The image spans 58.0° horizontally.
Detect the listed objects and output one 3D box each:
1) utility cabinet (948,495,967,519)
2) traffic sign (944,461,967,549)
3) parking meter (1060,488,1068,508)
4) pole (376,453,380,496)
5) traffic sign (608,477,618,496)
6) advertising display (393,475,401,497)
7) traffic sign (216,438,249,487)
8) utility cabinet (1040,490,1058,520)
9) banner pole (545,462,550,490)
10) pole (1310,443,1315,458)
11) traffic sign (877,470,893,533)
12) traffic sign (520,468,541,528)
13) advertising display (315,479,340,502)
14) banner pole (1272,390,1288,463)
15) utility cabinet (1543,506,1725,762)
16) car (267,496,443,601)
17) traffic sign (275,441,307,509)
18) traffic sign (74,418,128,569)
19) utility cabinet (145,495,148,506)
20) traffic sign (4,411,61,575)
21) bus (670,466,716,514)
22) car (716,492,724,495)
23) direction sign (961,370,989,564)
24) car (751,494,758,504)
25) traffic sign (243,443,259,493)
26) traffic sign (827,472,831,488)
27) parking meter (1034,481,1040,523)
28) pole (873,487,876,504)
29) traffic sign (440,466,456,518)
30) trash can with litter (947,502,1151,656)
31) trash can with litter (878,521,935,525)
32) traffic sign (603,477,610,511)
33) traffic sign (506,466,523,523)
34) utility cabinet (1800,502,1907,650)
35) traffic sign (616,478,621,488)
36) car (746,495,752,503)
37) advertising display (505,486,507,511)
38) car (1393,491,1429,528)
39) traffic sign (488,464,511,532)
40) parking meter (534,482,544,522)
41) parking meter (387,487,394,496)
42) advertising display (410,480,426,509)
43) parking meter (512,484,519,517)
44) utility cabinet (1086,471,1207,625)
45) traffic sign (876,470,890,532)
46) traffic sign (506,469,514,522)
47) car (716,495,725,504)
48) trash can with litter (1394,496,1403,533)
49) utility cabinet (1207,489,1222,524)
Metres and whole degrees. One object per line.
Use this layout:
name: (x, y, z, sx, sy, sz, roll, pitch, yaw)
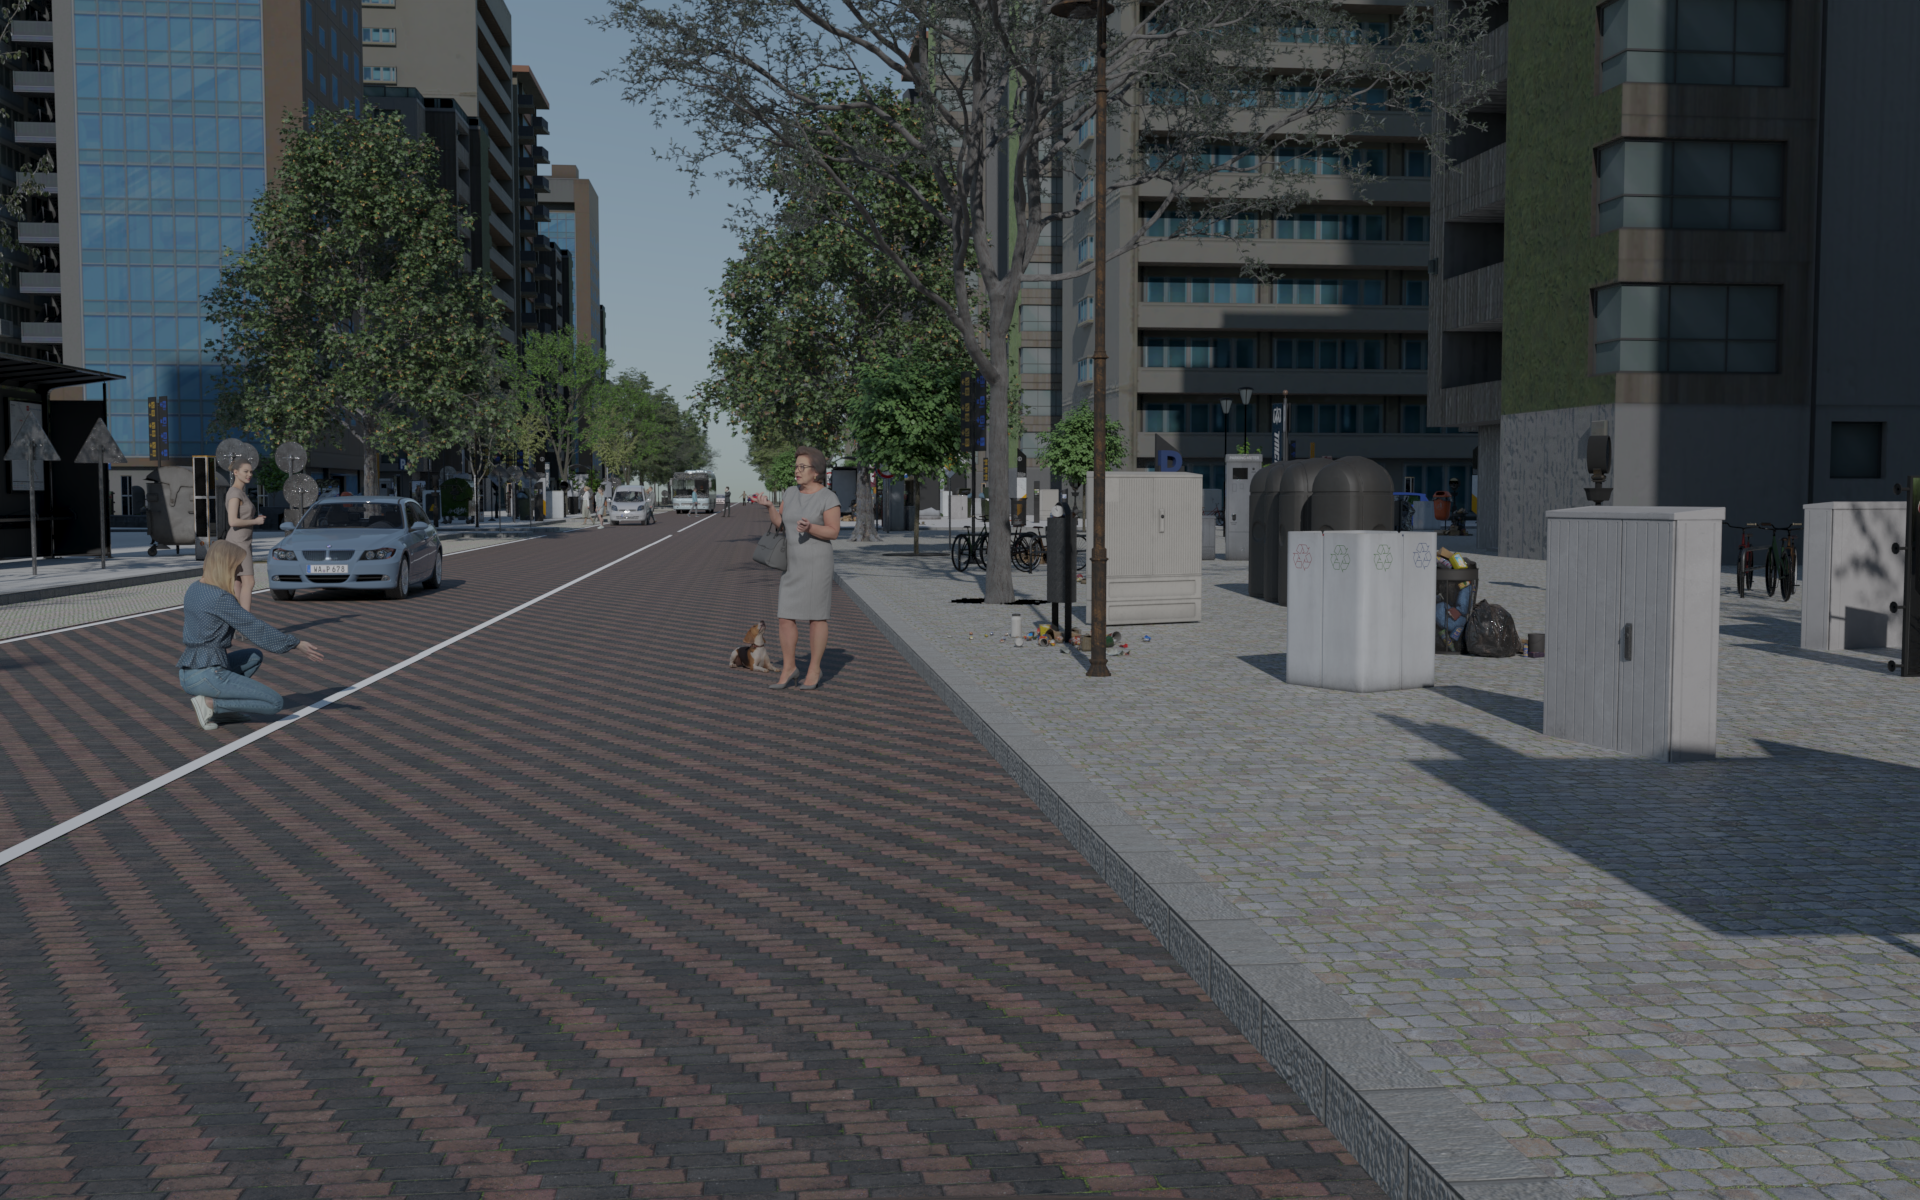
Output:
utility cabinet: (-0.112, -4.716, 88.265, 1.020, 1.237, 0.306, -2, 4, -33)
traffic sign: (-0.240, -2.400, 40.421, 0.795, 2.450, 0.064, 0, 4, 0)
parking meter: (4.499, -4.078, 75.084, 0.372, 1.533, 0.369, 0, 3, 0)
pole: (-28.782, -5.611, 85.577, 0.158, 3.312, 0.155, 0, 3, 0)
traffic sign: (-26.225, -8.006, 131.009, 0.768, 2.556, 0.104, 0, 3, 0)
advertising display: (-18.723, -3.206, 57.624, 0.123, 1.923, 0.974, -2, 4, -24)
traffic sign: (-16.550, -2.403, 39.388, 0.768, 2.556, 0.104, 0, 4, 3)
utility cabinet: (4.294, -4.628, 84.347, 0.318, 1.500, 1.173, 3, 5, 43)
banner pole: (-28.659, -7.940, 119.836, 0.863, 3.779, 0.401, 2, 4, 33)
pole: (13.956, -4.575, 68.652, 0.158, 3.312, 0.155, 0, 3, 0)
traffic sign: (-2.364, -3.464, 56.738, 0.768, 2.556, 0.104, 0, 4, 2)
traffic sign: (-16.407, -3.824, 66.159, 0.795, 2.450, 0.064, 0, 4, -7)
advertising display: (-26.699, -4.157, 73.175, 0.974, 1.923, 0.123, -2, 4, -29)
banner pole: (7.752, -3.178, 41.977, 0.401, 3.779, 0.863, -1, 4, -18)
utility cabinet: (3.375, 0.146, 8.768, 0.306, 1.237, 1.020, -1, 4, -16)
car: (-8.594, -0.790, 24.911, 2.014, 1.417, 4.499, 0, 4, -7)
traffic sign: (-16.213, -2.562, 41.996, 0.768, 2.556, 0.104, 0, 4, -3)
traffic sign: (-14.663, -1.809, 29.577, 0.884, 2.594, 0.081, 0, 4, -3)
utility cabinet: (-40.305, -4.570, 85.881, 1.020, 1.237, 0.306, 0, 4, 5)
traffic sign: (-14.601, -1.667, 27.259, 0.884, 2.594, 0.081, 0, 4, -1)
bus: (-19.718, -8.202, 128.965, 2.948, 3.499, 13.247, 0, 4, -6)
car: (-33.571, -14.245, 242.692, 2.009, 1.686, 4.222, 0, 4, -7)
direction sign: (0.247, -2.433, 31.769, 0.379, 3.537, 0.876, -2, 4, -30)
car: (-28.497, -14.343, 243.552, 2.155, 1.783, 4.494, 0, 4, -7)
traffic sign: (-17.710, -2.613, 42.830, 0.768, 2.556, 0.104, 0, 4, 3)
traffic sign: (-7.430, -6.046, 98.965, 0.768, 2.556, 0.104, 0, 4, 2)
parking meter: (3.397, -4.337, 76.617, 0.255, 1.863, 0.399, 0, 4, 4)
pole: (-4.443, -5.937, 90.908, 0.158, 3.312, 0.155, 0, 3, 0)
traffic sign: (-23.290, -4.815, 78.830, 0.768, 2.556, 0.104, 0, 4, -4)
trash can with litter: (0.851, -0.225, 14.733, 1.678, 1.210, 2.233, -1, 4, -10)
trash can with litter: (-2.170, -3.741, 72.228, 2.233, 1.210, 1.678, 1, 4, 21)
traffic sign: (-27.056, -8.107, 132.659, 0.768, 2.556, 0.104, 0, 4, 0)
traffic sign: (-19.924, -4.727, 77.396, 0.768, 2.556, 0.104, 0, 4, -6)
utility cabinet: (7.522, -0.206, 14.524, 1.020, 1.237, 0.306, -2, 4, -25)
traffic sign: (-26.625, -8.203, 134.217, 0.768, 2.556, 0.104, 0, 4, 3)
car: (-35.243, -17.202, 293.829, 1.945, 1.354, 3.894, -1, 4, -9)
advertising display: (-31.824, -7.173, 122.487, 0.123, 1.923, 0.974, 2, 4, 26)
car: (16.379, -3.484, 66.547, 3.694, 1.707, 1.945, 0, 4, -7)
traffic sign: (-15.475, -3.339, 58.229, 0.795, 2.450, 0.064, 0, 4, -7)
parking meter: (-19.713, -4.607, 81.038, 0.255, 1.863, 0.399, 2, 4, 26)
parking meter: (-21.291, -3.460, 64.985, 0.372, 1.533, 0.369, 0, 3, 0)
advertising display: (-24.943, -4.559, 79.751, 0.123, 1.923, 0.974, 2, 4, 25)
parking meter: (-24.635, -5.524, 96.029, 0.255, 1.863, 0.399, 1, 4, 18)
utility cabinet: (1.822, -0.510, 17.024, 1.173, 1.500, 0.318, -2, 4, -28)
traffic sign: (-2.520, -3.594, 58.862, 0.768, 2.556, 0.104, 0, 4, -3)
traffic sign: (-20.541, -4.863, 79.620, 0.768, 2.556, 0.104, 0, 4, -1)
car: (-31.858, -13.319, 230.124, 2.083, 1.381, 4.827, 0, 4, -6)
trash can with litter: (12.928, -2.456, 51.209, 1.678, 1.210, 2.233, 0, 4, 1)
utility cabinet: (10.635, -3.992, 73.943, 1.173, 1.500, 0.318, -2, 4, -33)
